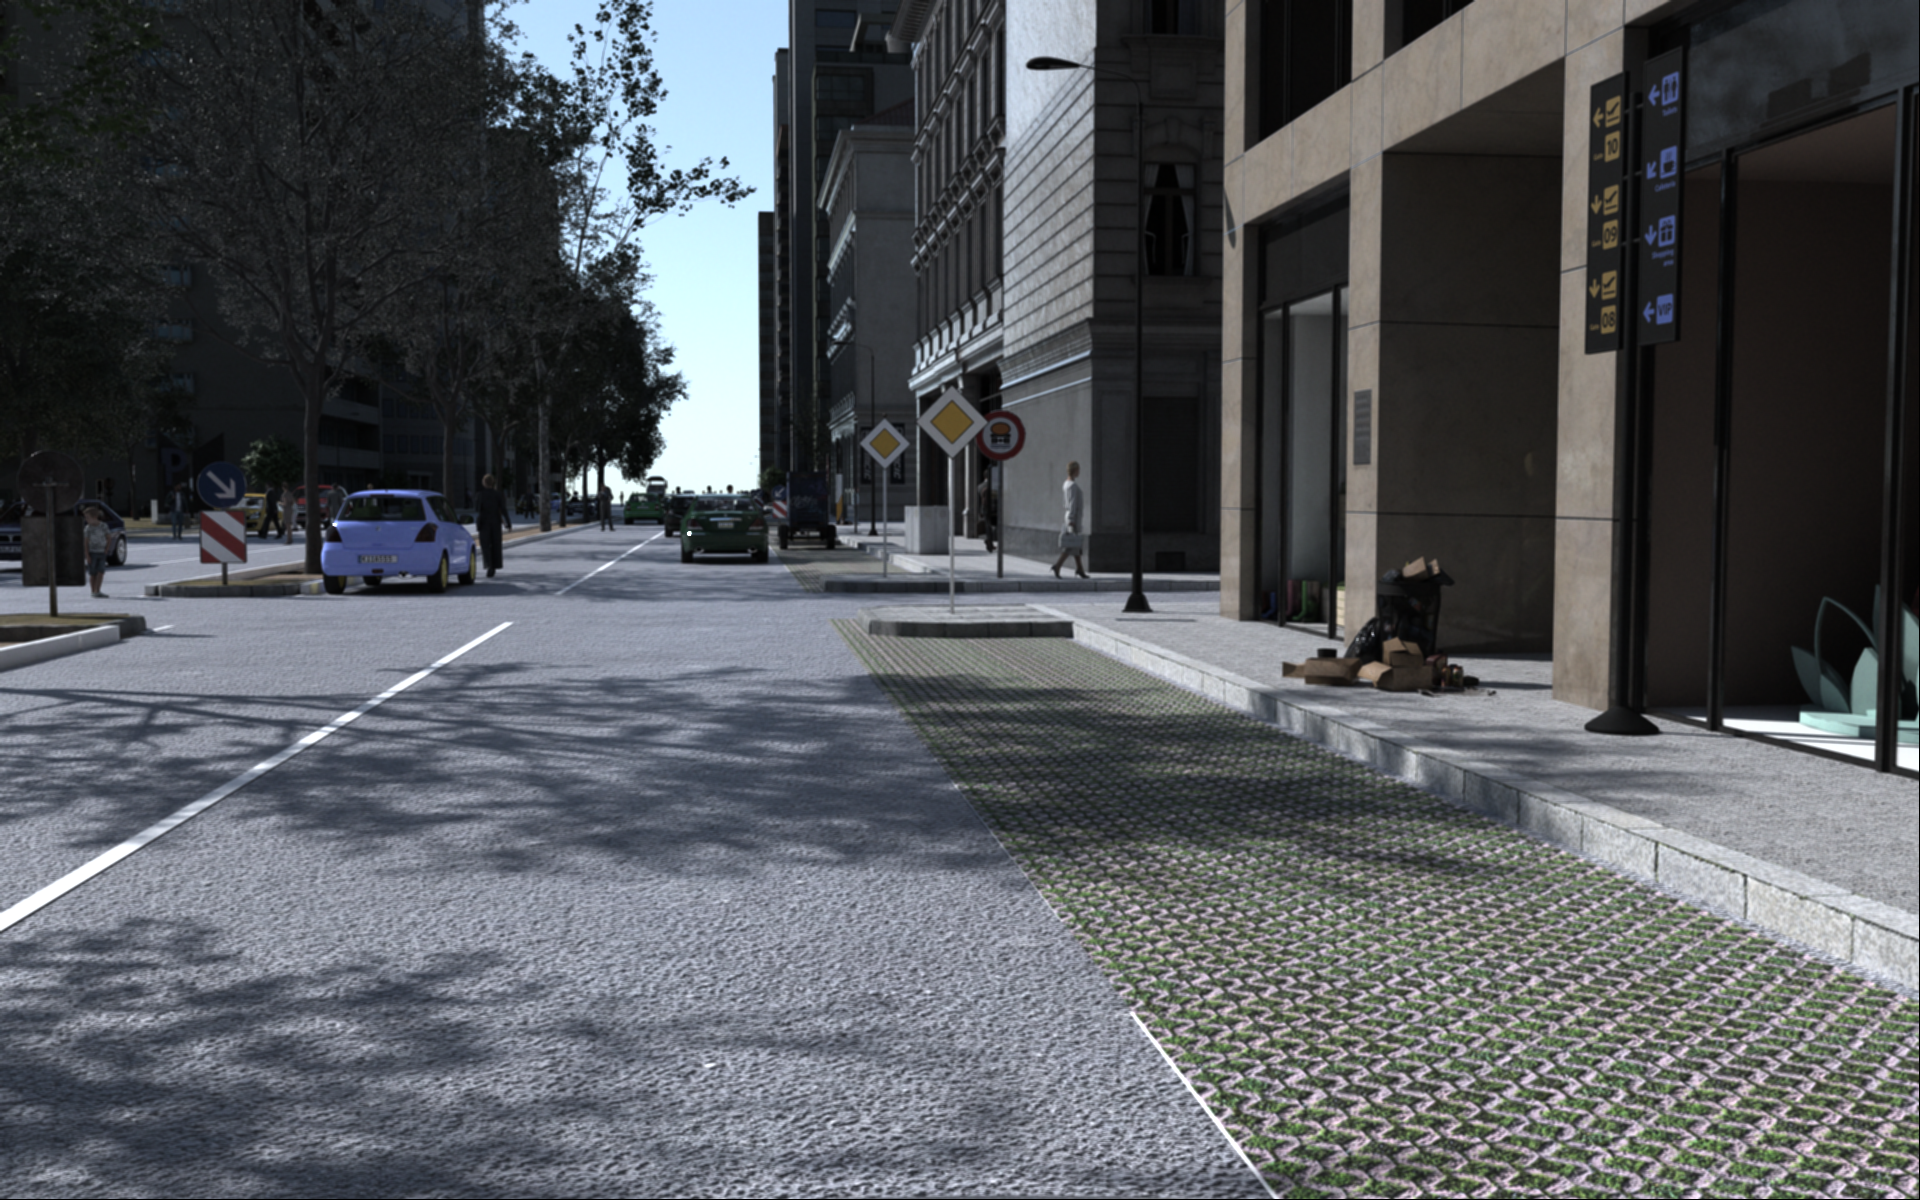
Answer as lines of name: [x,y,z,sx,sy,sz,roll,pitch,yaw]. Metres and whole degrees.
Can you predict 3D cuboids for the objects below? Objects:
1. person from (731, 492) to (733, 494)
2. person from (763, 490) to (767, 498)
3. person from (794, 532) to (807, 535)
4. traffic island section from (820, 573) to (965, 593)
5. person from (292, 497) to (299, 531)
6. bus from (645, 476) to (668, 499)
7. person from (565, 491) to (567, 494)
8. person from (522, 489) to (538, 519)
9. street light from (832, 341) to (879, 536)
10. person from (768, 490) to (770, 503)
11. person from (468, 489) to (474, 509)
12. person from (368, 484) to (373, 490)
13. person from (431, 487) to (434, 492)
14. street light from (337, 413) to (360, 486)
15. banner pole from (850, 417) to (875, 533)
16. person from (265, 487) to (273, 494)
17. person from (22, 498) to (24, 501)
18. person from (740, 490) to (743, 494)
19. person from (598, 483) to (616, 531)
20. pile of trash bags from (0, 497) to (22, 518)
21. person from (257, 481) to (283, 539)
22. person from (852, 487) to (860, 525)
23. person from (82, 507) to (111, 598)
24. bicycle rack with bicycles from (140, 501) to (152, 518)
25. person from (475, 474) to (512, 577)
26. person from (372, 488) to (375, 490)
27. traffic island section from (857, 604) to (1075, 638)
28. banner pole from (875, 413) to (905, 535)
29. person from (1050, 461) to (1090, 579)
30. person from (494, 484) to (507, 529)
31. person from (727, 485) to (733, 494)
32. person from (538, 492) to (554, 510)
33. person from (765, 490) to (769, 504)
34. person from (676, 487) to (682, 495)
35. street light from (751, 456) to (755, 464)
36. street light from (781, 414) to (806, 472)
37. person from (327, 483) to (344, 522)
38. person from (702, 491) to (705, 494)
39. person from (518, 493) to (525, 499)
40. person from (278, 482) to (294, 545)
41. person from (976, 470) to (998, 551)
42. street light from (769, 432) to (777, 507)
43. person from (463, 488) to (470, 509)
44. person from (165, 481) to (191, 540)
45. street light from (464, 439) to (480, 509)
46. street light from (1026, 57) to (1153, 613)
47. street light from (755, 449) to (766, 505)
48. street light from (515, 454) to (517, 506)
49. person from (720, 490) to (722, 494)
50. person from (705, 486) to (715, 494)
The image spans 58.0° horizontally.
person: [-32.064,-14.268,242.313,0.750,1.759,0.617,-1,4,-9]
person: [-25.348,-13.312,223.719,0.705,1.821,1.348,2,4,35]
person: [-5.479,-3.179,60.602,0.853,1.813,0.709,-2,4,-34]
traffic island section: [-1.101,-0.257,26.490,2.009,0.180,2.903,0,4,-8]
person: [-25.535,-3.280,66.400,0.394,1.301,0.425,-3,4,-39]
bus: [-41.634,-15.074,238.005,2.896,3.916,12.252,0,4,-8]
person: [-49.315,-12.725,216.498,0.705,1.831,1.348,0,4,3]
person: [-25.170,-5.647,101.382,0.990,1.755,0.434,-2,4,-31]
street light: [-3.193,-4.906,52.753,1.470,5.913,1.316,0,4,-8]
person: [-27.016,-14.609,244.865,0.705,1.831,1.348,0,4,7]
person: [-43.111,-8.883,152.221,0.756,1.711,0.436,1,4,19]
person: [-20.446,-3.125,59.953,0.694,1.780,0.624,2,4,24]
person: [-40.865,-7.830,134.140,0.705,1.814,1.350,-1,4,-16]
street light: [-34.971,-7.733,98.972,1.470,5.913,1.316,0,4,-8]
banner pole: [-3.173,-4.063,56.454,0.863,3.779,0.401,0,4,-7]
person: [-28.470,-3.832,71.343,0.709,1.800,0.728,2,4,26]
person: [-20.882,-1.824,38.896,0.524,1.755,0.480,2,4,30]
person: [-21.584,-9.955,171.339,0.705,1.814,1.350,2,4,25]
person: [-13.727,-3.607,67.274,0.655,1.846,0.447,-1,4,-20]
pile of trash bags: [-49.167,-4.924,90.264,1.912,1.369,3.447,3,4,38]
person: [-22.092,-2.883,55.413,0.755,1.850,0.659,0,4,-2]
person: [-4.332,-3.935,72.188,0.330,1.601,0.589,0,4,4]
person: [-11.948,-0.661,23.997,0.332,1.250,0.352,0,4,2]
bicycle rack with bicycles: [-42.840,-4.865,92.923,2.852,0.926,2.925,-1,4,-9]
person: [-8.072,-1.282,29.890,0.576,1.772,0.534,-3,5,-44]
person: [-33.047,-5.402,97.179,0.532,1.782,0.716,-1,4,-12]
traffic island section: [-0.041,0.227,18.575,2.009,0.180,2.903,0,4,-8]
banner pole: [-2.101,-3.901,53.791,0.863,3.779,0.401,1,4,12]
person: [1.673,-1.219,26.330,0.624,1.780,0.694,0,4,2]
person: [-17.680,-3.540,66.400,0.654,1.822,0.581,0,4,0]
person: [-8.059,-3.202,61.415,0.524,1.755,0.480,0,4,-1]
person: [-16.989,-3.823,71.181,0.661,1.801,0.590,0,4,6]
person: [-25.249,-13.471,226.307,0.705,1.822,1.348,1,4,23]
person: [-13.212,-4.441,81.456,0.721,1.781,0.623,0,4,5]
street light: [-24.425,-14.613,211.468,1.470,5.913,1.316,0,4,-8]
street light: [-9.486,-7.818,100.366,1.470,5.913,1.316,0,4,-8]
person: [-22.208,-3.253,61.795,0.694,1.812,0.767,1,4,9]
person: [-24.848,-9.690,167.490,0.434,1.755,0.990,-1,4,-17]
person: [-46.863,-10.756,185.131,0.697,1.427,0.421,1,4,17]
person: [-19.028,-2.451,48.919,0.374,1.781,0.599,0,4,6]
person: [0.637,-2.017,38.989,0.622,1.834,0.822,2,4,28]
street light: [-13.431,-9.590,129.331,1.470,5.913,1.316,0,4,-8]
person: [-42.712,-8.801,149.813,0.599,1.838,0.709,-3,4,-38]
person: [-24.159,-2.758,53.578,0.794,1.824,0.713,-2,4,-29]
street light: [-41.324,-10.644,146.577,1.470,5.913,1.316,0,4,-8]
street light: [1.395,-2.819,18.640,1.470,5.913,1.316,0,4,-8]
street light: [-19.928,-12.500,176.917,1.470,5.913,1.316,0,4,-8]
street light: [-45.984,-12.773,181.386,1.470,5.913,1.316,0,4,-8]
person: [-24.673,-10.432,179.073,1.348,1.824,0.705,3,5,43]
person: [-11.163,-4.202,77.385,0.511,1.800,0.466,-1,4,-22]
